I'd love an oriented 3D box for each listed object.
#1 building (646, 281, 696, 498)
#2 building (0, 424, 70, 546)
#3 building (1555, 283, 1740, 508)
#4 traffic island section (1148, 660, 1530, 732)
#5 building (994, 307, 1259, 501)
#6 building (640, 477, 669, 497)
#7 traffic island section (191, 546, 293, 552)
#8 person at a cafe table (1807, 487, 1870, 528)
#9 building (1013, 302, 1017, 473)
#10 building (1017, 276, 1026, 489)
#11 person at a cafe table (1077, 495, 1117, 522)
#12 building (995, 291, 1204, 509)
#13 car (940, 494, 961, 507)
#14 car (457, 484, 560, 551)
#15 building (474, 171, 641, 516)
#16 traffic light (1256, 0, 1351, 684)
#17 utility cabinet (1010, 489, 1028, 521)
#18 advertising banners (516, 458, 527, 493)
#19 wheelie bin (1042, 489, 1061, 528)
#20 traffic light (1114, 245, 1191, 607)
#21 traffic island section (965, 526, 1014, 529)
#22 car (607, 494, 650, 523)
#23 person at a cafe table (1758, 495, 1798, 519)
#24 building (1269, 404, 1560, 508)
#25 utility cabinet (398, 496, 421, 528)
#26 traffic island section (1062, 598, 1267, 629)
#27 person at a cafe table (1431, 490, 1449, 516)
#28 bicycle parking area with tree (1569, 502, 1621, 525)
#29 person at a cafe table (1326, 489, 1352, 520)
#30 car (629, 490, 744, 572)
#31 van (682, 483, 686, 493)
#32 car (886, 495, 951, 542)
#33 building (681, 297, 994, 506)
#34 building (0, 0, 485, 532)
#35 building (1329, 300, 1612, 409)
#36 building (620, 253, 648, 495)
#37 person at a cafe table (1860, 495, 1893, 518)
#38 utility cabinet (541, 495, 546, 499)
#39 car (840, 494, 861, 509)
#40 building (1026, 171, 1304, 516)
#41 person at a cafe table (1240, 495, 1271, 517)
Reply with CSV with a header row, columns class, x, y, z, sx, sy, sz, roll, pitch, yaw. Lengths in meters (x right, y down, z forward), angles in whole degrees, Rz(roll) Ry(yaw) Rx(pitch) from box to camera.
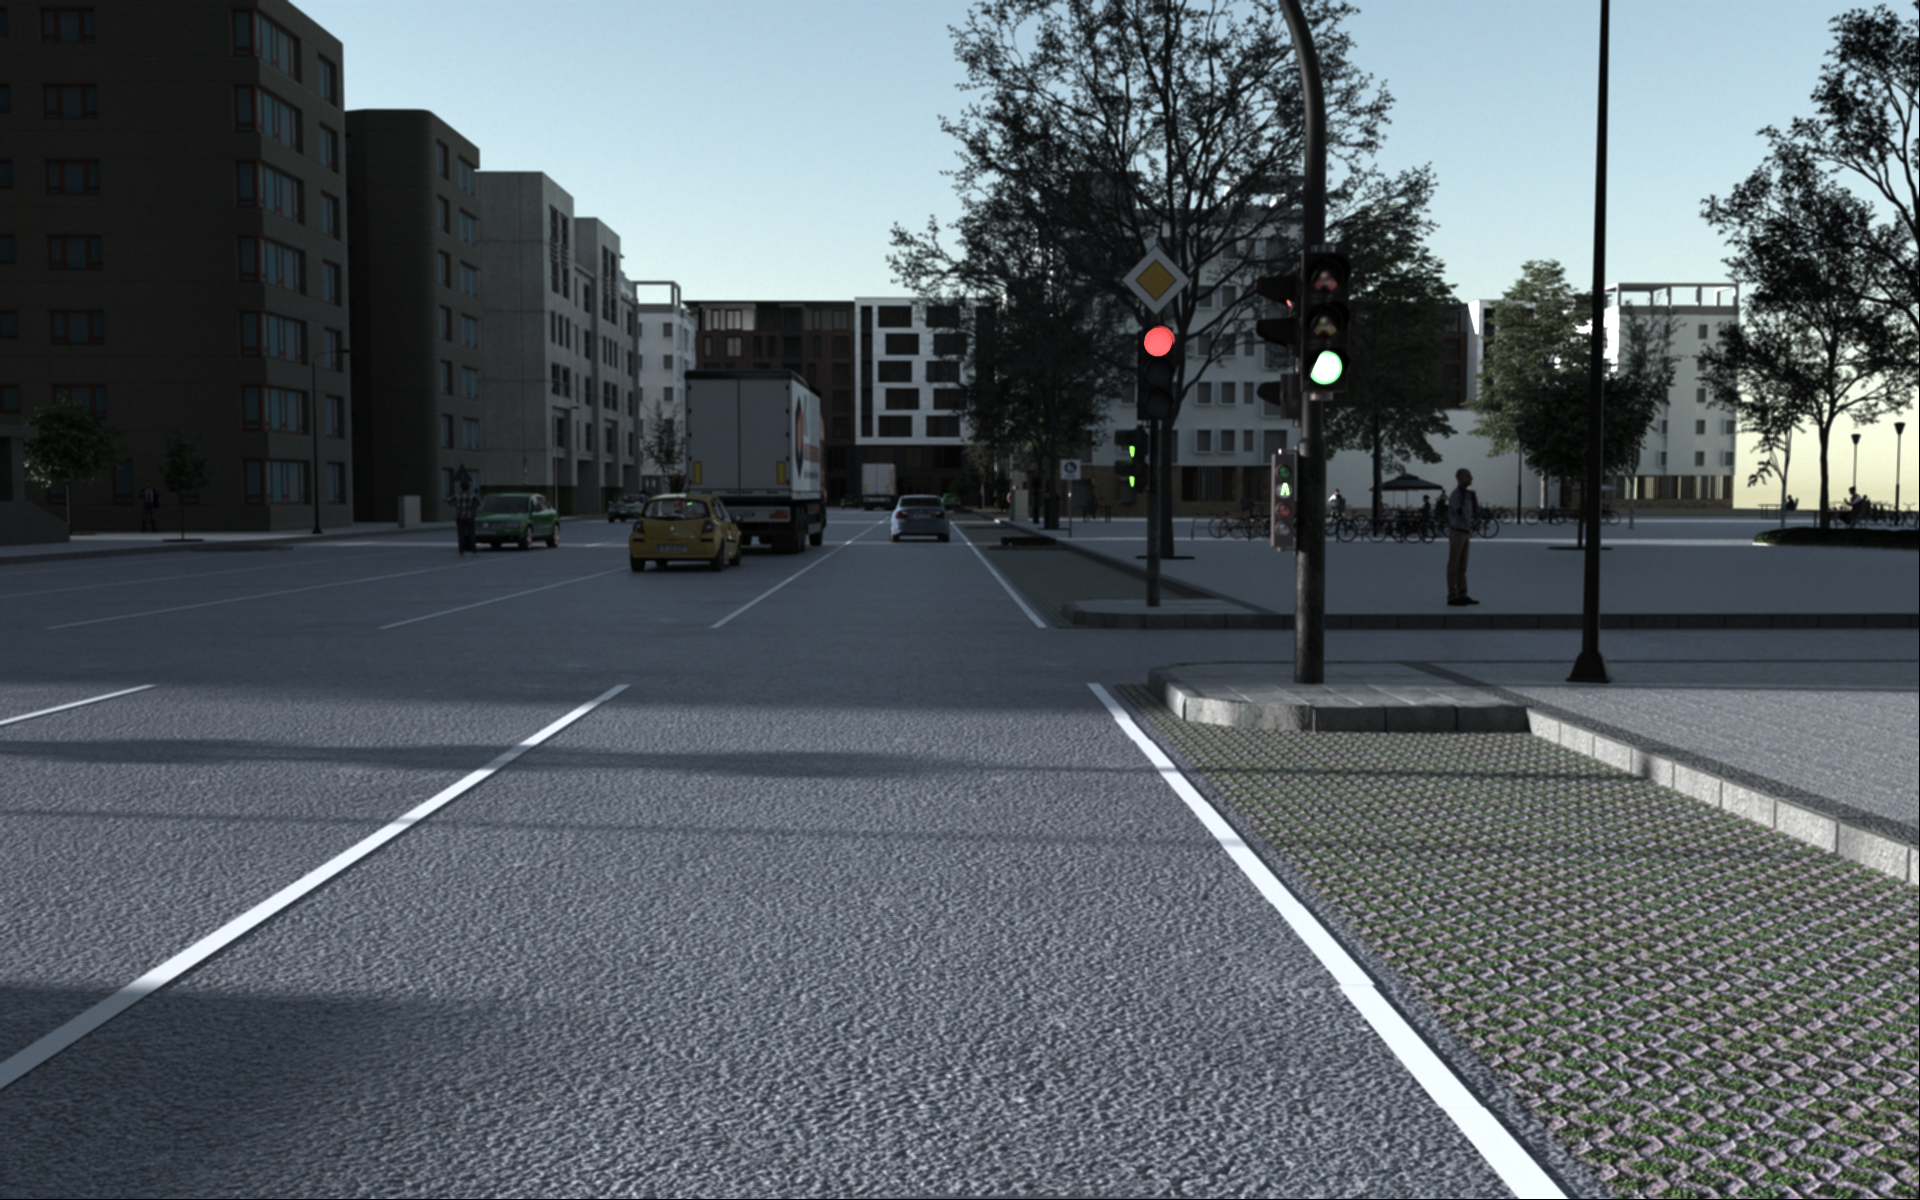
class,x,y,z,sx,sy,sz,roll,pitch,yaw
building,-30.678,-18.588,160.340,11.380,20.091,16.016,0,4,-1
building,-39.532,-21.132,37.387,32.217,40.220,23.993,0,4,-1
building,63.598,-18.688,161.965,11.380,20.091,16.016,0,4,-1
traffic island section,2.391,0.640,11.823,2.009,0.180,2.903,0,4,-1
building,19.255,-21.475,195.086,32.646,21.610,27.936,0,4,-1
building,-44.307,-14.862,185.146,28.070,9.664,9.099,0,4,-1
traffic island section,-18.147,-1.296,44.062,1.991,0.108,1.994,0,4,-1
person at a cafe table,30.137,-3.096,59.141,1.622,1.524,1.698,0,4,2
building,12.152,-16.800,131.101,16.016,20.091,11.380,0,4,-1
building,12.427,-16.068,119.125,16.016,20.091,11.380,0,4,-1
person at a cafe table,6.219,-4.202,79.566,1.698,1.238,1.726,1,4,17
building,12.114,-17.552,153.439,16.747,18.905,31.486,0,4,-1
car,-0.911,-9.687,167.177,1.959,1.807,4.718,0,4,-3
car,-11.770,-2.234,45.315,1.959,1.807,4.718,0,4,1
building,-31.523,-14.947,110.837,16.747,18.905,31.486,0,4,-1
traffic light,0.261,-2.254,11.525,4.771,5.953,1.251,0,4,-1
utility cabinet,2.801,-4.506,82.347,0.318,1.500,1.173,2,4,35
advertising banners,-21.116,-5.333,83.375,0.090,3.025,2.074,0,4,1
wheelie bin,3.400,-3.470,64.639,0.693,1.594,0.980,0,4,0
traffic light,2.191,-1.882,19.691,0.839,4.253,0.868,0,4,-1
traffic island section,1.191,-2.992,71.789,1.991,0.108,1.994,0,4,-1
car,-16.731,-4.690,88.484,2.131,1.459,4.920,0,4,1
person at a cafe table,42.778,-4.866,90.415,1.726,1.238,1.698,3,4,37
building,43.514,-13.683,165.870,28.070,9.664,9.099,0,4,-1
utility cabinet,-20.704,-3.300,65.111,0.306,1.237,1.020,1,4,18
traffic island section,2.232,0.151,19.806,2.009,0.180,2.903,0,4,-1
person at a cafe table,25.684,-5.079,91.556,1.698,1.524,1.622,-1,4,-9
bicycle parking area with tree,24.451,-5.390,75.124,9.016,4.147,8.231,2,4,31
person at a cafe table,18.168,-4.626,84.147,1.698,1.524,1.622,-1,4,-15
car,-5.241,-1.421,33.461,2.015,1.641,3.980,0,3,0
van,-9.260,-3.450,63.426,2.013,2.044,4.112,0,4,-1
car,-1.248,-2.503,52.919,2.014,1.417,4.499,0,4,-3
building,-13.374,-21.404,193.931,32.646,21.610,27.936,0,4,-1
building,-37.564,-13.905,72.386,27.650,21.520,28.899,0,4,-1
building,51.886,-21.540,196.147,32.646,21.610,27.936,0,4,-1
building,-33.110,-16.869,132.230,16.016,20.091,11.380,0,4,-1
person at a cafe table,49.026,-5.014,92.844,1.726,1.238,1.698,2,4,25
utility cabinet,-21.415,-4.711,88.192,0.306,1.237,1.020,-2,4,-34
car,-10.763,-9.798,169.980,2.009,1.686,4.222,0,4,-1
building,12.598,-15.351,107.416,16.016,20.091,11.380,0,4,-1
person at a cafe table,15.345,-4.821,89.692,1.726,1.238,1.698,-2,4,-25
